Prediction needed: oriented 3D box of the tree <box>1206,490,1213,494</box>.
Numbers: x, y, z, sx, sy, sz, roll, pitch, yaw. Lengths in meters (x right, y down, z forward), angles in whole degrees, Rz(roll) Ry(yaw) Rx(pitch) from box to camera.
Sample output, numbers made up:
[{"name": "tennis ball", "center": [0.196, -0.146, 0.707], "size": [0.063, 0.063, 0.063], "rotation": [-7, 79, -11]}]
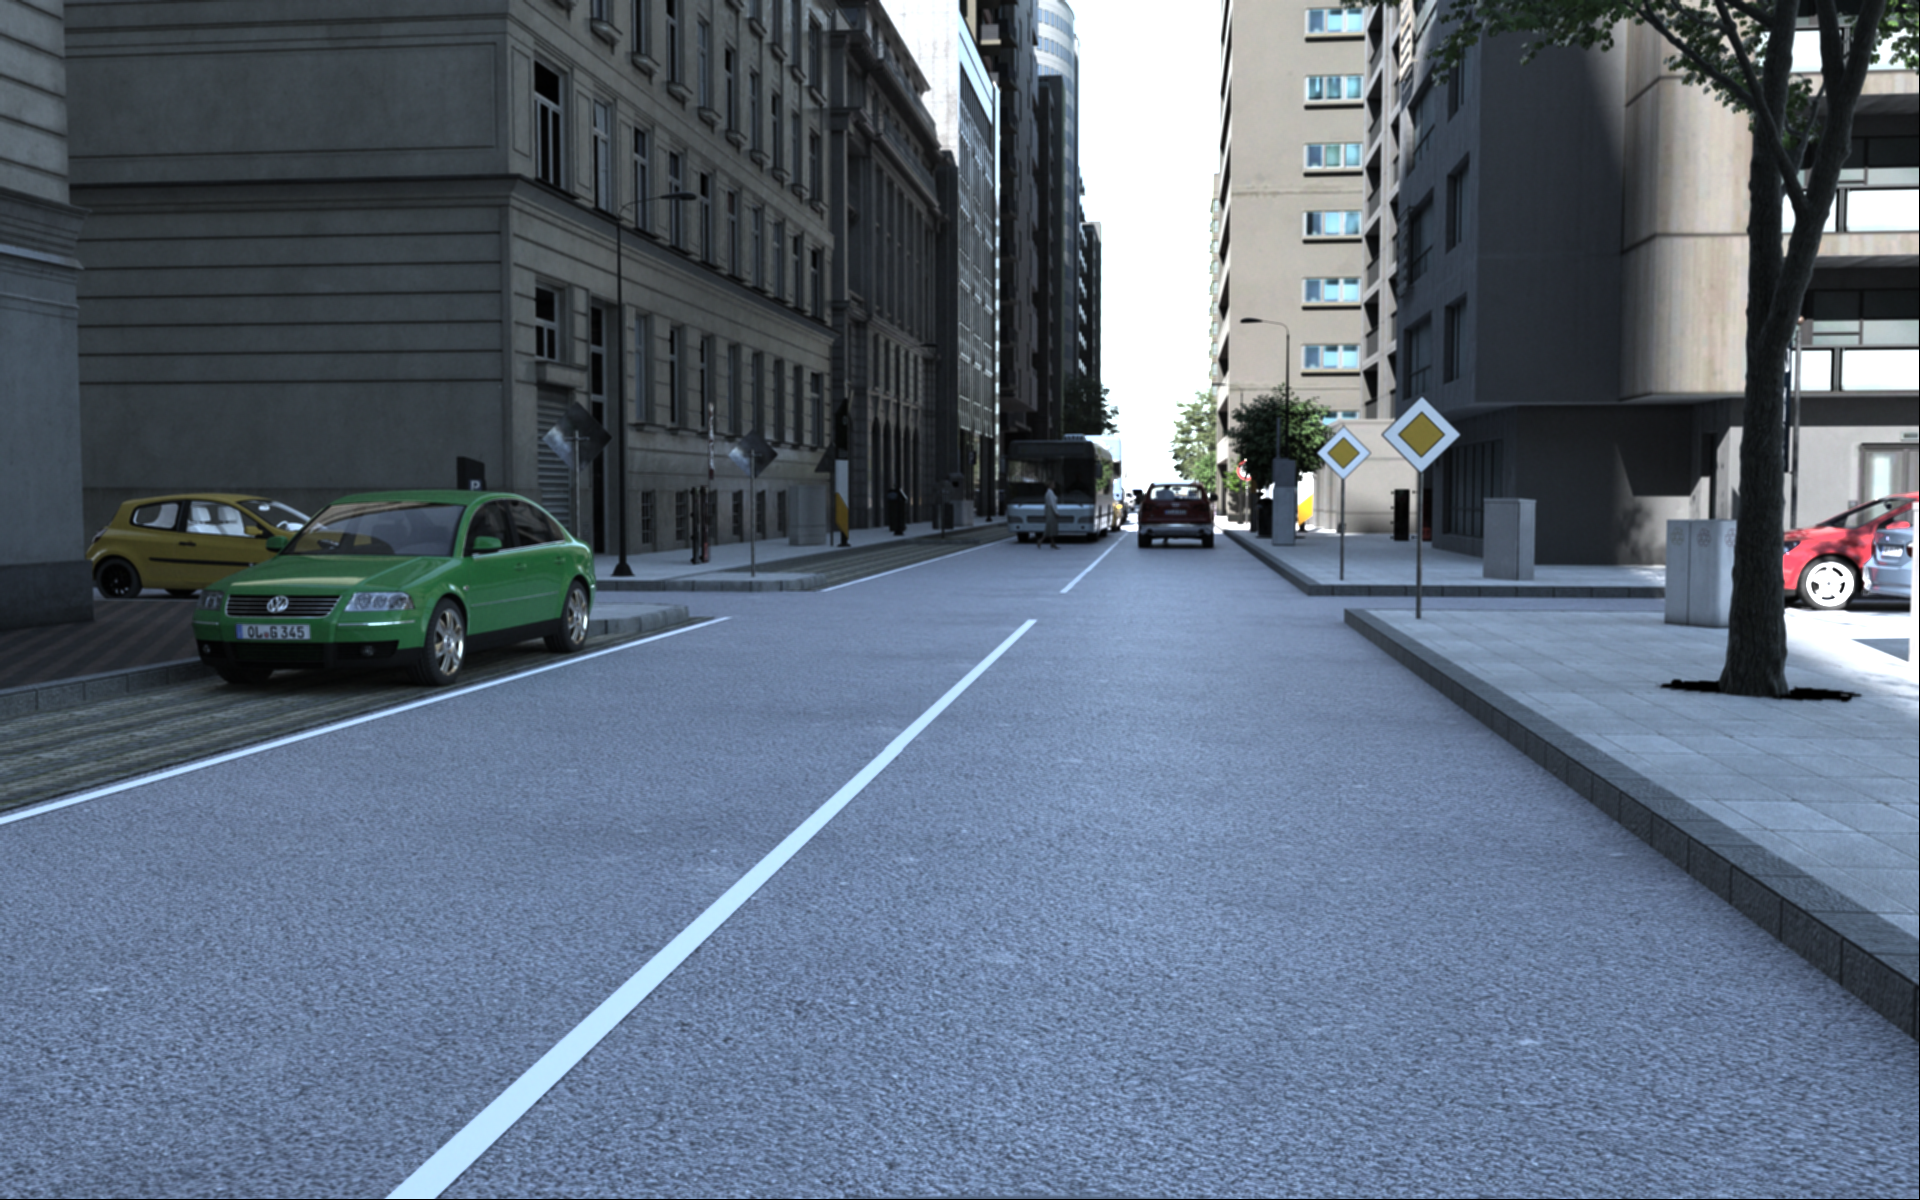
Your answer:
[{"name": "tree", "center": [20.504, -8.739, 137.483], "size": [1.663, 3.219, 1.824], "rotation": [0, 3, 0]}]

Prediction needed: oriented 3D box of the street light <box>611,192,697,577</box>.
[{"name": "street light", "center": [-4.734, -3.320, 26.816], "size": [1.470, 5.913, 1.316], "rotation": [0, 4, 7]}]

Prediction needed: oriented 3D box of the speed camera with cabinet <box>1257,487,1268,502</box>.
[{"name": "speed camera with cabinet", "center": [11.290, -4.225, 63.414], "size": [0.660, 3.252, 2.038], "rotation": [-1, 4, -8]}]

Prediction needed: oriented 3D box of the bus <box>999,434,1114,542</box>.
[{"name": "bus", "center": [3.334, -3.689, 55.180], "size": [2.948, 3.499, 13.247], "rotation": [0, 4, 7]}]

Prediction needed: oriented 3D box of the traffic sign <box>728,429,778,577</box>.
[{"name": "traffic sign", "center": [-3.203, -1.415, 26.779], "size": [0.795, 2.450, 0.064], "rotation": [0, 4, 7]}]

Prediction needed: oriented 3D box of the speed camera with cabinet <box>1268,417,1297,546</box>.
[{"name": "speed camera with cabinet", "center": [8.235, -3.031, 43.885], "size": [0.660, 3.252, 2.038], "rotation": [1, 4, 11]}]

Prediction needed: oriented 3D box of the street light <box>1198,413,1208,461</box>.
[{"name": "street light", "center": [14.491, -7.735, 99.012], "size": [1.470, 5.913, 1.316], "rotation": [0, 4, 7]}]

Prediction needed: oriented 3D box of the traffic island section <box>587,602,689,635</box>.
[{"name": "traffic island section", "center": [-4.187, 0.206, 18.916], "size": [2.009, 0.180, 2.903], "rotation": [0, 4, 7]}]

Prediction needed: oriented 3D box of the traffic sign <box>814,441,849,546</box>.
[{"name": "traffic sign", "center": [-3.159, -2.608, 42.640], "size": [0.884, 2.594, 0.081], "rotation": [1, 4, 10]}]

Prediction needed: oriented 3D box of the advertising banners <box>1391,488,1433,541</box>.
[{"name": "advertising banners", "center": [12.626, -3.106, 46.977], "size": [0.090, 3.025, 2.074], "rotation": [-3, 5, -43]}]

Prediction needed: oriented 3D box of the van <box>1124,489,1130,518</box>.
[{"name": "van", "center": [9.289, -5.968, 104.590], "size": [2.013, 2.044, 4.112], "rotation": [0, 4, 7]}]

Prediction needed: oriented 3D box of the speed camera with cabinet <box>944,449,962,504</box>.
[{"name": "speed camera with cabinet", "center": [-0.336, -5.020, 76.415], "size": [0.660, 3.252, 2.038], "rotation": [0, 4, -7]}]

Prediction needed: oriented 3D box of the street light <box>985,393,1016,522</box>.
[{"name": "street light", "center": [1.883, -6.577, 80.081], "size": [1.470, 5.913, 1.316], "rotation": [0, 4, 7]}]

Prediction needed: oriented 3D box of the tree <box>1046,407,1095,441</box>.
[{"name": "tree", "center": [9.406, -11.981, 146.243], "size": [4.737, 8.622, 4.395], "rotation": [0, 3, 0]}]

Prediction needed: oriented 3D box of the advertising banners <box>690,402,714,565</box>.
[{"name": "advertising banners", "center": [-4.787, -2.212, 32.360], "size": [0.090, 3.025, 2.074], "rotation": [0, 4, 3]}]

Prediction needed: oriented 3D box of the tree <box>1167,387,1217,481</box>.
[{"name": "tree", "center": [25.359, -16.170, 182.509], "size": [7.486, 12.596, 7.792], "rotation": [0, 3, 0]}]

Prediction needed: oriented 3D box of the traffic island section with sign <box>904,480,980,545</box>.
[{"name": "traffic island section with sign", "center": [-0.476, -2.504, 49.574], "size": [1.989, 1.847, 2.006], "rotation": [0, 4, 7]}]

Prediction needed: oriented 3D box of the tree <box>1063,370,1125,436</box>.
[{"name": "tree", "center": [12.108, -16.603, 178.111], "size": [9.857, 13.997, 8.962], "rotation": [0, 3, 0]}]

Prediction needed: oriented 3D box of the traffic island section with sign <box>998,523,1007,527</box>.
[{"name": "traffic island section with sign", "center": [2.764, -4.141, 76.335], "size": [1.989, 1.847, 2.006], "rotation": [0, 4, 7]}]

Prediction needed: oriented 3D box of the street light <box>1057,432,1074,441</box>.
[{"name": "street light", "center": [7.866, -9.627, 129.936], "size": [1.470, 5.913, 1.316], "rotation": [0, 4, 7]}]

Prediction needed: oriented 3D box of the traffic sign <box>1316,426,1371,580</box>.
[{"name": "traffic sign", "center": [5.674, -1.348, 25.688], "size": [0.795, 2.450, 0.064], "rotation": [0, 4, 7]}]

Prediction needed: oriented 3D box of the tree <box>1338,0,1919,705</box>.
[{"name": "tree", "center": [5.282, -5.198, 10.750], "size": [9.928, 11.665, 9.643], "rotation": [0, 3, 0]}]

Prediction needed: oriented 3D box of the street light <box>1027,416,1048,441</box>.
[{"name": "street light", "center": [4.539, -8.001, 103.360], "size": [1.470, 5.913, 1.316], "rotation": [0, 4, 7]}]

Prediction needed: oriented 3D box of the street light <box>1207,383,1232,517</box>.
[{"name": "street light", "center": [11.215, -6.109, 72.430], "size": [1.470, 5.913, 1.316], "rotation": [0, 4, 7]}]

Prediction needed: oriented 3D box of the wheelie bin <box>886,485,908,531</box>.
[{"name": "wheelie bin", "center": [-2.168, -3.167, 59.691], "size": [0.693, 1.594, 0.980], "rotation": [0, 4, 4]}]

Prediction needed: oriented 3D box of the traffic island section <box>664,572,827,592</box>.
[{"name": "traffic island section", "center": [-3.227, -0.279, 26.843], "size": [2.009, 0.180, 2.903], "rotation": [0, 4, 7]}]

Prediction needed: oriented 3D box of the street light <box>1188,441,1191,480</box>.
[{"name": "street light", "center": [20.527, -10.809, 149.276], "size": [1.470, 5.913, 1.316], "rotation": [0, 4, 7]}]

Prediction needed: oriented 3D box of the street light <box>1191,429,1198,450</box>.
[{"name": "street light", "center": [17.277, -9.183, 122.690], "size": [1.470, 5.913, 1.316], "rotation": [0, 4, 7]}]

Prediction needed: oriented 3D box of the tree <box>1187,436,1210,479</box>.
[{"name": "tree", "center": [29.133, -15.898, 210.286], "size": [4.737, 8.622, 4.395], "rotation": [0, 3, 0]}]

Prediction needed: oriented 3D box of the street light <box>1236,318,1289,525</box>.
[{"name": "street light", "center": [8.100, -4.482, 45.828], "size": [1.470, 5.913, 1.316], "rotation": [0, 4, 7]}]

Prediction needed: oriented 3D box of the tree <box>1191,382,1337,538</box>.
[{"name": "tree", "center": [9.324, -4.095, 50.670], "size": [4.285, 4.588, 4.351], "rotation": [0, 3, 0]}]

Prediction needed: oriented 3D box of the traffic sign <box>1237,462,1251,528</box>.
[{"name": "traffic sign", "center": [10.721, -3.951, 64.700], "size": [0.768, 2.556, 0.104], "rotation": [1, 4, 11]}]

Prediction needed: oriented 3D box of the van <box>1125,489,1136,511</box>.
[{"name": "van", "center": [14.116, -8.655, 148.526], "size": [2.013, 2.044, 4.112], "rotation": [0, 4, 7]}]

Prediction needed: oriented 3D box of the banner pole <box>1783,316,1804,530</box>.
[{"name": "banner pole", "center": [11.774, -2.120, 24.681], "size": [0.401, 3.779, 0.863], "rotation": [0, 4, -5]}]

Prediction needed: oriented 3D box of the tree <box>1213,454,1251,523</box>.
[{"name": "tree", "center": [12.628, -5.130, 78.471], "size": [1.663, 3.219, 1.824], "rotation": [0, 3, 0]}]

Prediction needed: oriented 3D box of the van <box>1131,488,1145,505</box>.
[{"name": "van", "center": [18.934, -11.175, 187.099], "size": [2.240, 2.365, 5.245], "rotation": [0, 4, 8]}]

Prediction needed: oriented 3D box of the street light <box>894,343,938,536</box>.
[{"name": "street light", "center": [-1.366, -4.951, 53.495], "size": [1.470, 5.913, 1.316], "rotation": [0, 4, 7]}]

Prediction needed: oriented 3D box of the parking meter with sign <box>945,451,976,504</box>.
[{"name": "parking meter with sign", "center": [-0.236, -4.529, 70.307], "size": [1.738, 3.016, 0.543], "rotation": [-2, 4, -27]}]
